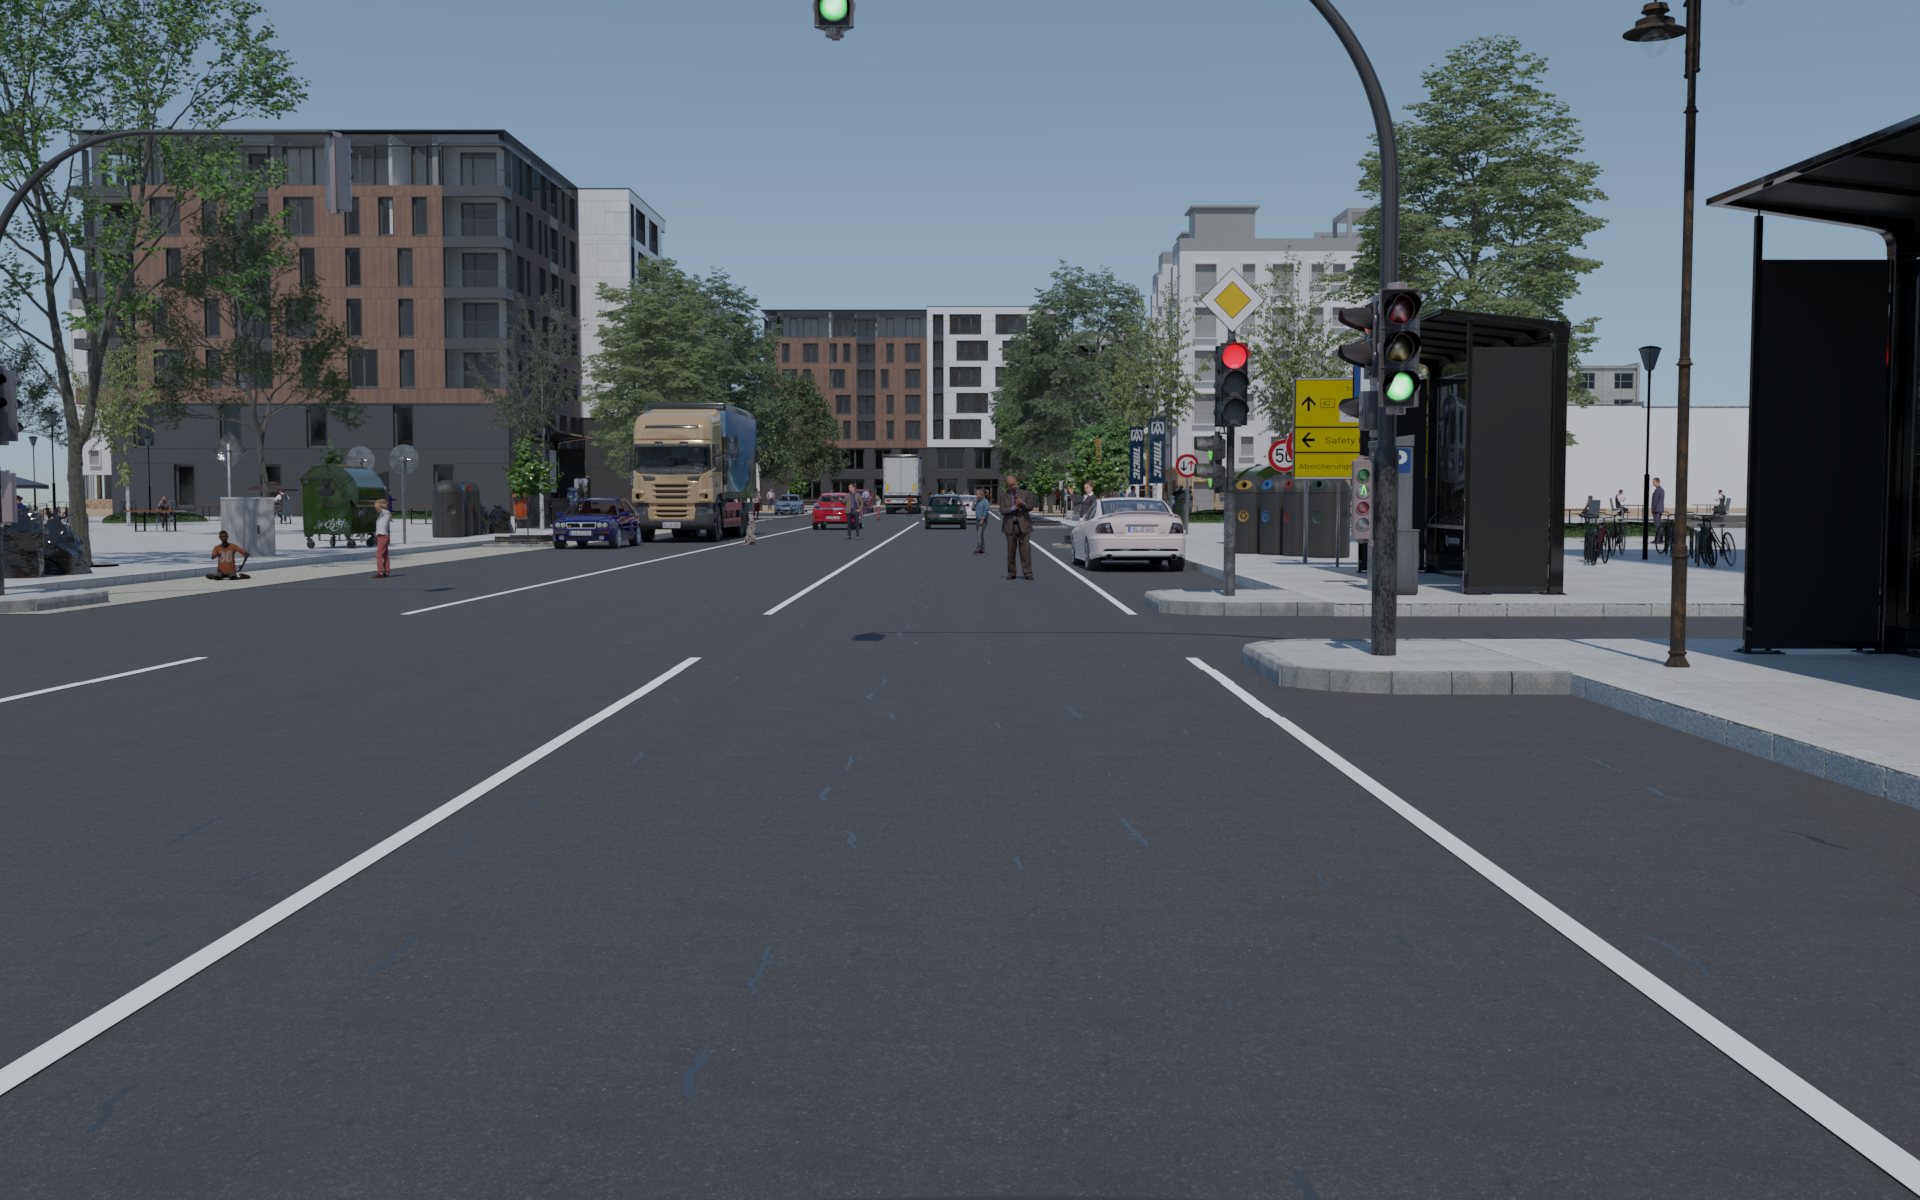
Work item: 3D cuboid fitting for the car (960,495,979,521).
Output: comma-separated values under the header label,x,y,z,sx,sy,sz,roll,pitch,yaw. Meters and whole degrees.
label,x,y,z,sx,sy,sz,roll,pitch,yaw
car,0.268,-4.350,83.484,2.083,1.381,4.827,0,4,2

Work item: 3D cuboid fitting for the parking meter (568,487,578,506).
label,x,y,z,sx,sy,sz,roll,pitch,yaw
parking meter,-14.354,-3.414,64.231,0.372,1.533,0.369,0,3,0

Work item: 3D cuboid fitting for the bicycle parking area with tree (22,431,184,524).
label,x,y,z,sx,sy,sz,roll,pitch,yaw
bicycle parking area with tree,-43.376,-6.098,86.712,8.231,4.147,9.016,0,4,-5

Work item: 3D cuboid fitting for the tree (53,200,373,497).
label,x,y,z,sx,sy,sz,roll,pitch,yaw
tree,-22.139,-7.342,54.457,7.601,10.594,8.767,0,4,6

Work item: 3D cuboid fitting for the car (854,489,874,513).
label,x,y,z,sx,sy,sz,roll,pitch,yaw
car,-7.848,-7.737,135.180,2.281,1.827,5.304,0,4,1

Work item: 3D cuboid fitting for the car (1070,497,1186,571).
label,x,y,z,sx,sy,sz,roll,pitch,yaw
car,3.243,-1.312,33.811,2.083,1.381,4.827,0,4,-2

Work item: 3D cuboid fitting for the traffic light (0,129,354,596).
label,x,y,z,sx,sy,sz,roll,pitch,yaw
traffic light,-10.057,-2.880,21.757,4.771,5.953,1.251,0,4,0

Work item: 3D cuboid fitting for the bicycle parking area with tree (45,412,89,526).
label,x,y,z,sx,sy,sz,roll,pitch,yaw
bicycle parking area with tree,-34.033,-4.433,59.490,8.231,4.147,9.016,-1,4,-16

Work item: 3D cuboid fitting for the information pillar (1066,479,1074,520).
label,x,y,z,sx,sy,sz,roll,pitch,yaw
information pillar,5.513,-5.020,86.572,0.304,2.012,0.304,2,4,25

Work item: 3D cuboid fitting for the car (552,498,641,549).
label,x,y,z,sx,sy,sz,roll,pitch,yaw
car,-9.744,-2.078,46.559,1.945,1.354,3.894,0,4,1

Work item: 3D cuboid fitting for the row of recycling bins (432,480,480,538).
label,x,y,z,sx,sy,sz,roll,pitch,yaw
row of recycling bins,-15.258,-2.767,52.349,1.069,1.692,3.534,0,4,-4

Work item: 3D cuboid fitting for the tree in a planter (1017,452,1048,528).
label,x,y,z,sx,sy,sz,roll,pitch,yaw
tree in a planter,3.540,-4.655,73.335,1.991,3.239,1.994,0,4,0

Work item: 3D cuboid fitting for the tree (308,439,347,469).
label,x,y,z,sx,sy,sz,roll,pitch,yaw
tree,-22.035,-4.040,60.653,1.663,3.219,1.824,0,3,0

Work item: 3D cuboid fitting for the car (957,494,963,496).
label,x,y,z,sx,sy,sz,roll,pitch,yaw
car,-0.130,-7.135,126.444,2.009,1.686,4.222,0,4,1

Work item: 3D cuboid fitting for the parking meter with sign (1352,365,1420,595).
label,x,y,z,sx,sy,sz,roll,pitch,yaw
parking meter with sign,5.617,-1.615,22.674,0.543,3.016,1.738,0,4,-2

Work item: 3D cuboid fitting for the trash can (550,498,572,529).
label,x,y,z,sx,sy,sz,roll,pitch,yaw
trash can,-13.923,-2.984,60.448,0.748,1.137,0.748,0,3,0

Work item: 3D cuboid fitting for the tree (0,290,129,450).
label,x,y,z,sx,sy,sz,roll,pitch,yaw
tree,-42.592,-8.659,75.988,7.601,10.594,8.767,0,4,2

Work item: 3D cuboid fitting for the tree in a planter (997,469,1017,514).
label,x,y,z,sx,sy,sz,roll,pitch,yaw
tree in a planter,3.676,-7.750,123.927,1.991,3.239,1.994,0,4,0

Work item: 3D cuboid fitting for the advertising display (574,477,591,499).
label,x,y,z,sx,sy,sz,roll,pitch,yaw
advertising display,-14.442,-3.732,66.230,0.974,1.923,0.123,3,5,44

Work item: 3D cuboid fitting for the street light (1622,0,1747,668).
label,x,y,z,sx,sy,sz,roll,pitch,yaw
street light,5.330,-2.441,12.696,0.468,5.910,1.993,0,4,0

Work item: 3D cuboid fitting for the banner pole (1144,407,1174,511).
label,x,y,z,sx,sy,sz,roll,pitch,yaw
banner pole,5.849,-3.663,49.906,0.863,3.779,0.401,1,4,17

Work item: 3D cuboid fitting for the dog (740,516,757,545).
label,x,y,z,sx,sy,sz,roll,pitch,yaw
dog,-6.032,-1.973,49.100,0.513,0.831,0.800,3,5,42

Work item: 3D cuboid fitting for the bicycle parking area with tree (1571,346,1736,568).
label,x,y,z,sx,sy,sz,roll,pitch,yaw
bicycle parking area with tree,15.863,-2.803,32.833,8.231,4.147,9.016,2,4,35

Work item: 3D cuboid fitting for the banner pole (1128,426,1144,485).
label,x,y,z,sx,sy,sz,roll,pitch,yaw
banner pole,5.888,-4.047,56.192,0.863,3.779,0.401,0,4,-1

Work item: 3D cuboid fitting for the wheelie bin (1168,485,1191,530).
label,x,y,z,sx,sy,sz,roll,pitch,yaw
wheelie bin,7.844,-3.295,61.774,0.693,1.594,0.980,2,4,29

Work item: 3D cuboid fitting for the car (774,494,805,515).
label,x,y,z,sx,sy,sz,roll,pitch,yaw
car,-11.833,-6.631,120.415,2.014,1.417,4.499,0,4,2

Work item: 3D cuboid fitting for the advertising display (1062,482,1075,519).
label,x,y,z,sx,sy,sz,roll,pitch,yaw
advertising display,5.599,-5.139,89.233,0.123,1.923,0.974,3,4,39

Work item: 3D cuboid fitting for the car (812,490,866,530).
label,x,y,z,sx,sy,sz,roll,pitch,yaw
car,-4.977,-3.781,70.862,2.155,1.783,4.494,0,4,2

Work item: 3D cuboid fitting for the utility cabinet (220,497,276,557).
label,x,y,z,sx,sy,sz,roll,pitch,yaw
utility cabinet,-14.596,-1.489,35.513,1.020,1.237,0.306,-1,4,-23

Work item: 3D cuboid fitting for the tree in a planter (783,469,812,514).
label,x,y,z,sx,sy,sz,roll,pitch,yaw
tree in a planter,-11.595,-7.732,123.633,1.991,3.239,1.994,0,4,0

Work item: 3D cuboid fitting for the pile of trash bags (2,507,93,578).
label,x,y,z,sx,sy,sz,roll,pitch,yaw
pile of trash bags,-14.996,-1.017,26.375,1.912,1.369,3.447,0,4,7

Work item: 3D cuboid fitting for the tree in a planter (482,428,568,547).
label,x,y,z,sx,sy,sz,roll,pitch,yaw
tree in a planter,-11.799,-3.056,47.194,1.991,3.239,1.994,0,4,0

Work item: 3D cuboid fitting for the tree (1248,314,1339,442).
label,x,y,z,sx,sy,sz,roll,pitch,yaw
tree,13.501,-7.391,71.201,4.360,8.622,3.978,0,3,0

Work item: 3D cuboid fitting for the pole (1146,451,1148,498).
label,x,y,z,sx,sy,sz,roll,pitch,yaw
pole,8.190,-4.999,75.577,0.158,3.312,0.155,0,3,0

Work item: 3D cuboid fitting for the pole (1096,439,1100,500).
label,x,y,z,sx,sy,sz,roll,pitch,yaw
pole,5.106,-4.281,63.844,0.158,3.312,0.155,0,3,0

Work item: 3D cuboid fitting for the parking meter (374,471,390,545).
label,x,y,z,sx,sy,sz,roll,pitch,yaw
parking meter,-14.601,-2.319,43.632,0.399,1.863,0.255,-3,5,-39

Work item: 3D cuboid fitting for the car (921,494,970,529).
label,x,y,z,sx,sy,sz,roll,pitch,yaw
car,-0.599,-3.781,71.604,2.009,1.686,4.222,0,4,-1

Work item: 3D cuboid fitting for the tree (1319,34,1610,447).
label,x,y,z,sx,sy,sz,roll,pitch,yaw
tree,12.813,-7.682,43.729,7.486,12.596,7.792,0,3,0

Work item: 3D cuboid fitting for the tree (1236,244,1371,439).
label,x,y,z,sx,sy,sz,roll,pitch,yaw
tree,10.227,-6.223,52.110,4.737,8.622,4.395,0,3,0

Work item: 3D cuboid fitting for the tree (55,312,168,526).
label,x,y,z,sx,sy,sz,roll,pitch,yaw
tree,-33.294,-7.230,68.577,4.737,8.622,4.395,0,3,0

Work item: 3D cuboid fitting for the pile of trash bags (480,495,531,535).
label,x,y,z,sx,sy,sz,roll,pitch,yaw
pile of trash bags,-15.286,-2.848,56.323,1.912,1.369,3.447,2,4,29

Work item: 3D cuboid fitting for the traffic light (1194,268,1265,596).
label,x,y,z,sx,sy,sz,roll,pitch,yaw
traffic light,3.372,-2.005,21.703,0.839,4.253,0.868,0,4,0

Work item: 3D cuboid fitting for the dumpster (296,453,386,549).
label,x,y,z,sx,sy,sz,roll,pitch,yaw
dumpster,-14.749,-2.372,41.268,1.502,2.255,1.985,0,4,0

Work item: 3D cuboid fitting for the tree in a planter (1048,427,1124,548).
label,x,y,z,sx,sy,sz,roll,pitch,yaw
tree in a planter,3.473,-3.007,46.386,1.991,3.239,1.994,0,4,0

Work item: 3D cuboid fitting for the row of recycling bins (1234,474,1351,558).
label,x,y,z,sx,sy,sz,roll,pitch,yaw
row of recycling bins,6.890,-1.775,36.141,1.069,1.692,3.534,-2,4,-25

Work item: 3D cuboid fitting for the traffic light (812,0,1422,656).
label,x,y,z,sx,sy,sz,roll,pitch,yaw
traffic light,1.259,-2.380,13.582,4.771,5.953,1.251,0,4,0
